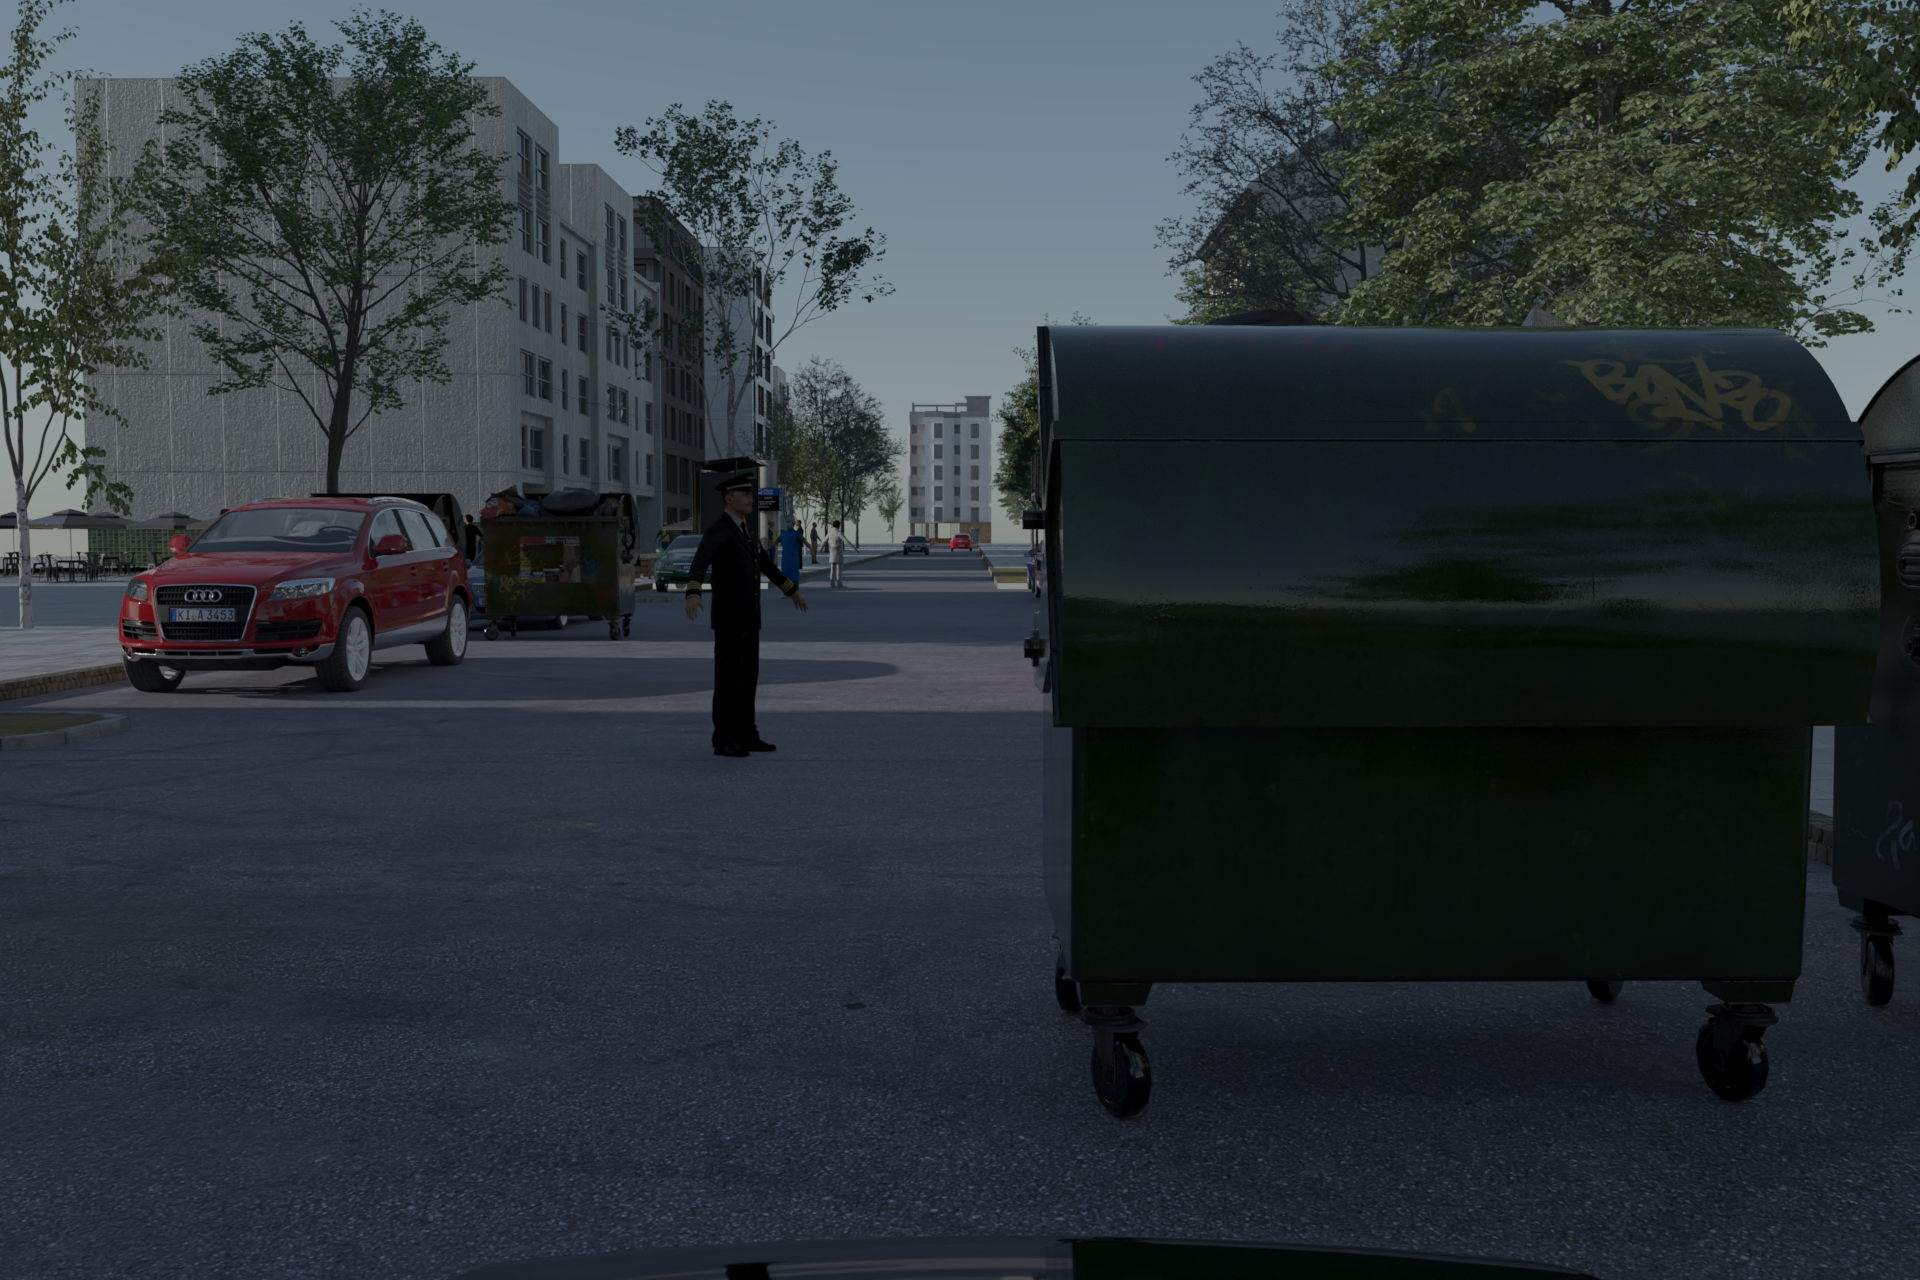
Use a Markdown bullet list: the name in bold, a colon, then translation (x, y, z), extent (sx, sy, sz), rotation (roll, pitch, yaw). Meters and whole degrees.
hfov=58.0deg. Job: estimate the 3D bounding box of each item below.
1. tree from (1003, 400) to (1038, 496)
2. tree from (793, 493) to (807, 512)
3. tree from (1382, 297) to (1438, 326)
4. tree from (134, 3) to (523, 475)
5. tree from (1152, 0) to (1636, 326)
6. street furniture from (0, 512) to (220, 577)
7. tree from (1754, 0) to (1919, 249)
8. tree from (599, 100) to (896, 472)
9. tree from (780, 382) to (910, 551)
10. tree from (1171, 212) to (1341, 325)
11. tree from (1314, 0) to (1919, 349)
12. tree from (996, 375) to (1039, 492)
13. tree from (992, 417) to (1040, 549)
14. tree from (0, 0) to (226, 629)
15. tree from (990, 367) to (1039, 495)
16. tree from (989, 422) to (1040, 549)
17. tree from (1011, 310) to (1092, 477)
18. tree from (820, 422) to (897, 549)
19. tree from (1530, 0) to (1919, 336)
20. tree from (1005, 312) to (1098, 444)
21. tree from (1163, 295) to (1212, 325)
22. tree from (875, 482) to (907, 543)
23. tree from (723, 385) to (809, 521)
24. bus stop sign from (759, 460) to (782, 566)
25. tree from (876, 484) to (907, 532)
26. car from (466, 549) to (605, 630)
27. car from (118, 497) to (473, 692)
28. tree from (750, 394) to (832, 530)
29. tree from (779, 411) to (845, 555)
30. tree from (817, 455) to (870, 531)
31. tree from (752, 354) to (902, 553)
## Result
- **tree**: translation (6.514, -11.801, 118.697), extent (9.928, 11.665, 9.643), rotation (0, 3, 0)
- **tree**: translation (-24.773, -19.388, 242.753), extent (9.928, 11.665, 9.643), rotation (0, 3, 0)
- **tree**: translation (13.601, -6.254, 52.612), extent (4.737, 8.622, 4.395), rotation (0, 3, 0)
- **tree**: translation (-12.378, -6.641, 34.333), extent (9.928, 11.665, 9.643), rotation (0, 3, 0)
- **tree**: translation (8.406, -7.567, 34.098), extent (12.009, 13.543, 11.850), rotation (0, 3, 0)
- **street furniture**: translation (-27.078, -3.168, 56.821), extent (27.439, 1.986, 14.083), rotation (-1, 4, -9)
- **tree**: translation (8.266, -3.865, 13.558), extent (4.737, 8.622, 4.395), rotation (0, 3, 0)
- **tree**: translation (-9.125, -13.348, 74.129), extent (12.611, 20.169, 13.585), rotation (0, 3, 0)
- **tree**: translation (-9.065, -13.759, 135.333), extent (12.009, 13.543, 11.850), rotation (0, 3, 0)
- **tree**: translation (10.640, -8.809, 62.156), extent (7.486, 12.596, 7.792), rotation (0, 3, 0)
- **tree**: translation (8.395, -6.399, 22.758), extent (7.486, 12.596, 7.792), rotation (0, 3, 0)
- **tree**: translation (5.664, -11.040, 106.258), extent (9.928, 11.665, 9.643), rotation (0, 3, 0)
- **tree**: translation (6.496, -14.065, 148.089), extent (7.486, 12.596, 7.792), rotation (0, 3, 0)
- **tree**: translation (-12.450, -4.457, 23.228), extent (4.737, 8.622, 4.395), rotation (0, 3, 0)
- **tree**: translation (5.586, -9.357, 87.391), extent (7.601, 10.594, 8.767), rotation (2, 4, 26)
- **tree**: translation (5.990, -11.975, 130.206), extent (8.767, 10.594, 7.601), rotation (2, 4, 30)
- **tree**: translation (5.646, -8.471, 72.915), extent (7.601, 10.594, 8.767), rotation (0, 4, 1)
- **tree**: translation (-9.164, -13.818, 151.673), extent (9.928, 11.665, 9.643), rotation (0, 3, 0)
- **tree**: translation (24.469, -12.183, 55.083), extent (12.611, 20.169, 13.585), rotation (0, 3, 0)
- **tree**: translation (3.654, -6.599, 58.250), extent (4.737, 8.622, 4.395), rotation (0, 3, 0)
- **tree**: translation (7.924, -6.287, 53.154), extent (4.360, 8.622, 3.978), rotation (0, 3, 0)
- **tree**: translation (-9.475, -17.474, 236.066), extent (4.737, 8.622, 4.395), rotation (0, 3, 0)
- **tree**: translation (-9.024, -8.243, 85.135), extent (4.360, 8.622, 3.978), rotation (0, 3, 0)
- **bus stop sign**: translation (-6.822, -4.454, 61.846), extent (0.837, 3.901, 0.837), rotation (0, 4, 2)
- **tree**: translation (-9.200, -17.919, 243.335), extent (4.360, 8.622, 3.978), rotation (0, 3, 0)
- **car**: translation (-6.785, -0.946, 27.475), extent (2.014, 1.417, 4.499), rotation (0, 4, 1)
- **car**: translation (-6.484, -0.536, 17.429), extent (2.281, 1.827, 5.304), rotation (0, 4, 0)
- **tree**: translation (-9.470, -8.670, 92.121), extent (4.360, 8.622, 3.978), rotation (0, 3, 0)
- **tree**: translation (-9.158, -9.369, 103.553), extent (4.737, 8.622, 4.395), rotation (0, 3, 0)
- **tree**: translation (-15.877, -19.529, 237.419), extent (7.486, 12.596, 7.792), rotation (0, 3, 0)
- **tree**: translation (-9.121, -12.679, 117.667), extent (12.009, 13.543, 11.850), rotation (0, 3, 0)
